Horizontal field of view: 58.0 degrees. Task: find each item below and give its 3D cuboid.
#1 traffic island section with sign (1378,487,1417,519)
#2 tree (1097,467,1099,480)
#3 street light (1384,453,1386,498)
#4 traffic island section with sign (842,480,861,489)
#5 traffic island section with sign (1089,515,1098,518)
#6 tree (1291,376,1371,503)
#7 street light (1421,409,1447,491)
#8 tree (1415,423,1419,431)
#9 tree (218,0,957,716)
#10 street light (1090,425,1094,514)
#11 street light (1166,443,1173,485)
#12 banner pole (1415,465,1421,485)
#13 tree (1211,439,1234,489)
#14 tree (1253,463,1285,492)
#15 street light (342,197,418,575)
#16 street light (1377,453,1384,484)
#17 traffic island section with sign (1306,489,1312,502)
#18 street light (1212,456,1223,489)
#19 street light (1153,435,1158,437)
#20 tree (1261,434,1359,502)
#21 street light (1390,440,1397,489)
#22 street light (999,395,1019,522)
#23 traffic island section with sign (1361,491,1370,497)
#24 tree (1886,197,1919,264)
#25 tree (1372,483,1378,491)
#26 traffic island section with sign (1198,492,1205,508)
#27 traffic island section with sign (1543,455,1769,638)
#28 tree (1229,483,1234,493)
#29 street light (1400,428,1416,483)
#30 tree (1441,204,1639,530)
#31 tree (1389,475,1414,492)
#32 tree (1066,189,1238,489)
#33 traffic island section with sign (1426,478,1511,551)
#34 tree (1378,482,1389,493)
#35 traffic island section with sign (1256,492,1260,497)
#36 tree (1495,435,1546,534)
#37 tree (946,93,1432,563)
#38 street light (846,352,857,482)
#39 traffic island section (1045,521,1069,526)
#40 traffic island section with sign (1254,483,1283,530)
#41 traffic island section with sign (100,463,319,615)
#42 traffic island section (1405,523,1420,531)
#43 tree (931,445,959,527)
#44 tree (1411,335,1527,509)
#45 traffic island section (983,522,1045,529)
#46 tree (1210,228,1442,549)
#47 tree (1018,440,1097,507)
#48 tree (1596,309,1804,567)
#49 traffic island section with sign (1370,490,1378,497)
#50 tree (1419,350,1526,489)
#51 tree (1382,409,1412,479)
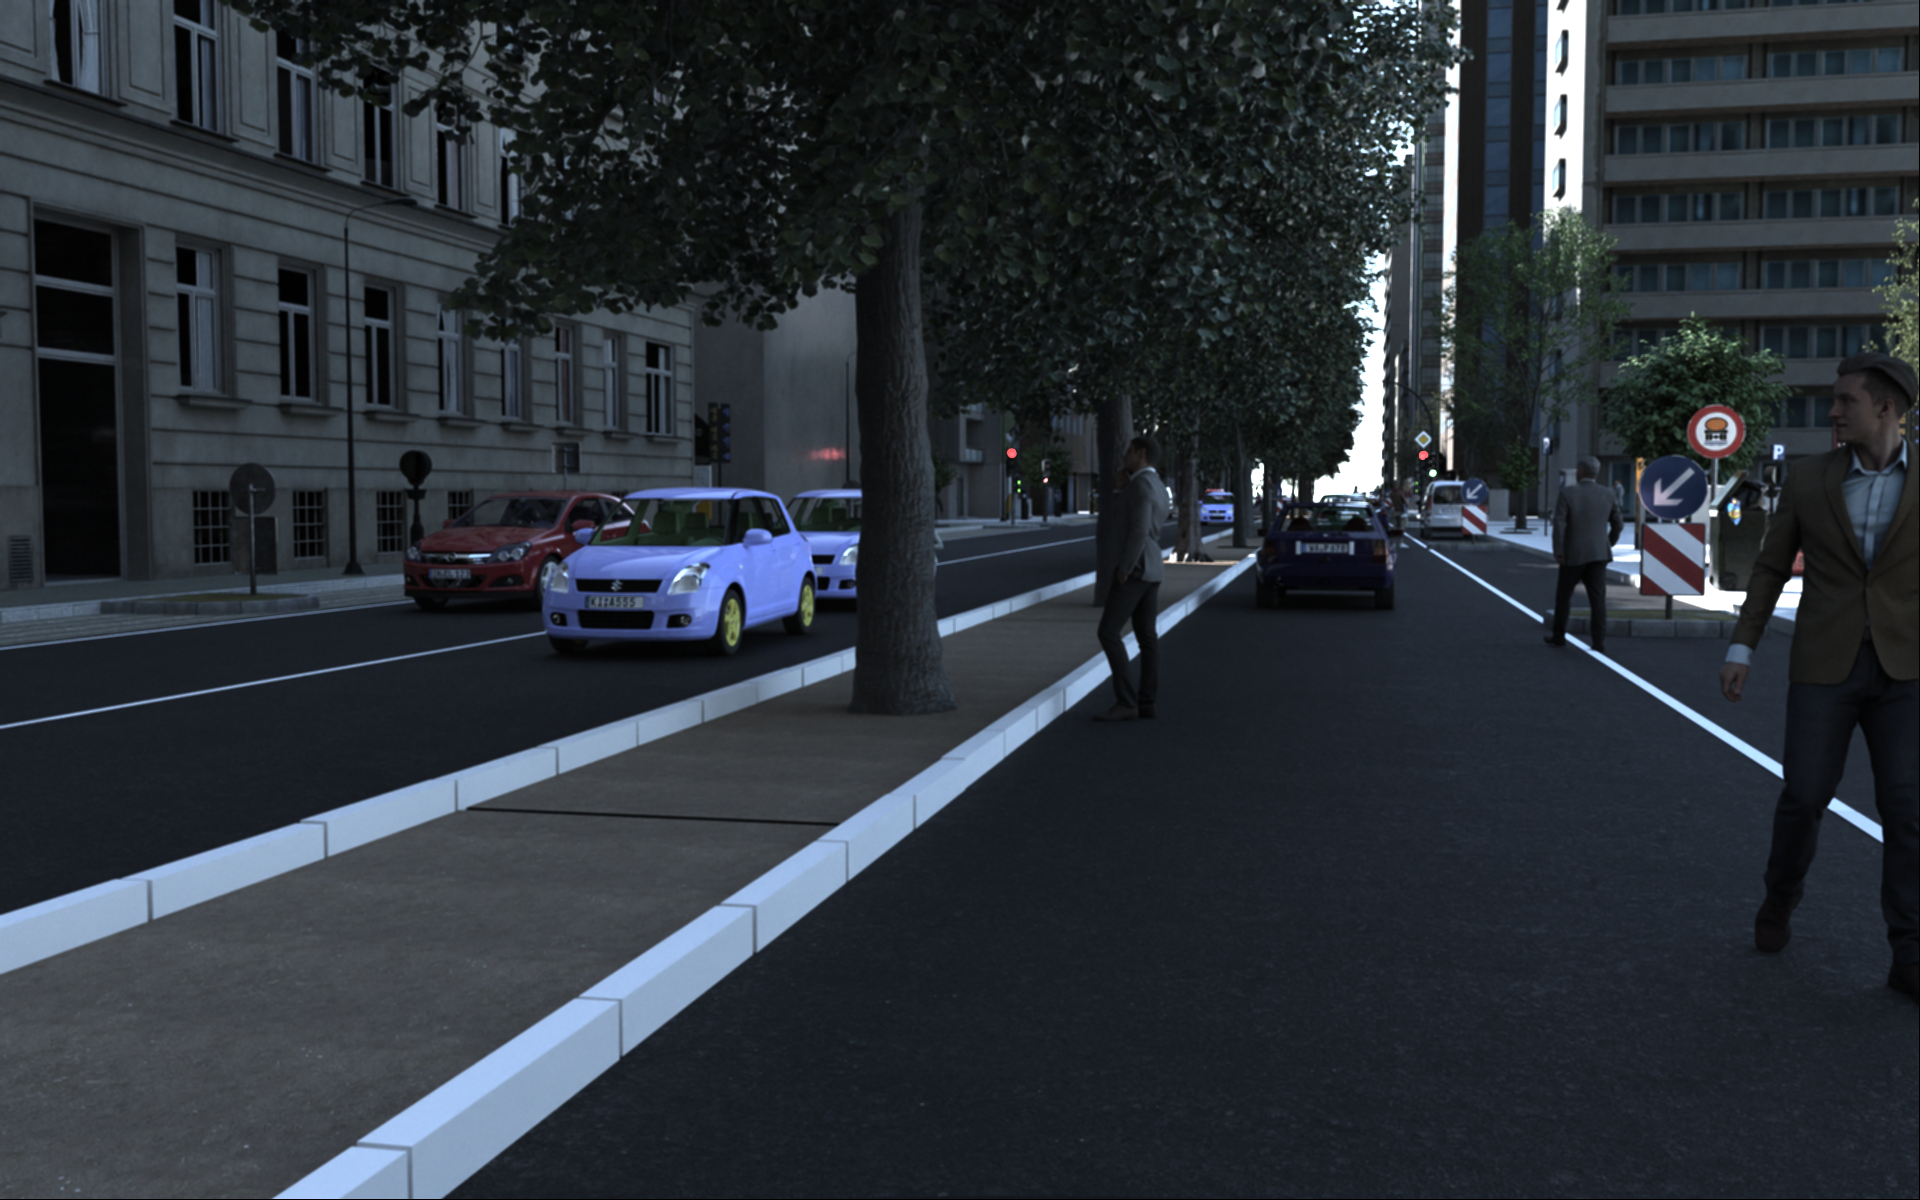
[{"bbox_3d":[25.087,-5.530,99.038,1.989,1.847,2.006,1,4,12],"label":"traffic island section with sign"},{"bbox_3d":[11.403,-8.567,123.784,4.285,4.588,4.351,0,3,0],"label":"tree"},{"bbox_3d":[42.246,-11.973,168.295,1.470,5.913,1.316,1,4,12],"label":"street light"},{"bbox_3d":[-3.107,-2.428,48.322,1.989,1.847,2.006,1,4,12],"label":"traffic island section with sign"},{"bbox_3d":[8.739,-5.716,102.091,1.989,1.847,2.006,1,4,12],"label":"traffic island section with sign"},{"bbox_3d":[24.627,-11.444,123.974,8.767,10.594,7.601,1,4,12],"label":"tree"},{"bbox_3d":[25.744,-7.416,93.792,1.470,5.913,1.316,1,4,12],"label":"street light"},{"bbox_3d":[32.912,-10.206,117.234,4.737,8.622,4.395,0,3,0],"label":"tree"},{"bbox_3d":[-0.394,-6.226,10.916,9.857,13.997,8.962,0,3,0],"label":"tree"},{"bbox_3d":[8.863,-8.359,109.206,1.470,5.913,1.316,1,4,12],"label":"street light"},{"bbox_3d":[19.073,-11.189,155.474,1.470,5.913,1.316,1,4,12],"label":"street light"},{"bbox_3d":[34.323,-8.509,129.142,0.863,3.779,0.401,0,4,1],"label":"banner pole"},{"bbox_3d":[33.623,-18.061,229.705,8.767,10.594,7.601,2,4,25],"label":"tree"},{"bbox_3d":[16.779,-8.443,90.862,4.737,8.622,4.395,0,3,0],"label":"tree"},{"bbox_3d":[-9.158,-3.353,27.355,1.470,5.913,1.316,1,4,12],"label":"street light"},{"bbox_3d":[48.394,-13.690,196.378,1.470,5.913,1.316,1,4,12],"label":"street light"},{"bbox_3d":[30.347,-8.739,151.025,2.006,1.907,1.989,1,4,12],"label":"traffic island section with sign"},{"bbox_3d":[31.375,-14.600,211.257,1.470,5.913,1.316,1,4,12],"label":"street light"},{"bbox_3d":[15.039,-10.078,137.316,1.470,5.913,1.316,1,4,12],"label":"street light"},{"bbox_3d":[30.013,-13.908,147.979,7.486,12.596,7.792,0,3,0],"label":"tree"},{"bbox_3d":[38.044,-10.828,149.575,1.470,5.913,1.316,1,4,12],"label":"street light"},{"bbox_3d":[2.537,-6.611,80.632,1.470,5.913,1.316,1,4,12],"label":"street light"},{"bbox_3d":[41.600,-10.106,173.859,1.989,1.847,2.006,1,4,12],"label":"traffic island section with sign"},{"bbox_3d":[23.345,-5.496,40.215,4.737,8.622,4.395,0,3,0],"label":"tree"},{"bbox_3d":[65.011,-16.836,269.873,1.663,3.219,1.824,0,3,0],"label":"tree"},{"bbox_3d":[25.385,-10.330,177.520,1.989,1.847,2.006,1,4,12],"label":"traffic island section with sign"},{"bbox_3d":[7.278,-0.593,18.321,1.989,1.847,2.006,1,4,12],"label":"traffic island section with sign"},{"bbox_3d":[40.861,-16.139,258.469,1.663,3.219,1.824,0,3,0],"label":"tree"},{"bbox_3d":[31.900,-9.122,121.682,1.470,5.913,1.316,1,4,12],"label":"street light"},{"bbox_3d":[20.373,-8.334,62.015,9.928,11.665,9.643,0,3,0],"label":"tree"},{"bbox_3d":[40.591,-10.020,158.435,1.663,3.219,1.824,0,3,0],"label":"tree"},{"bbox_3d":[3.054,-4.659,29.001,4.360,8.622,3.978,0,3,0],"label":"tree"},{"bbox_3d":[13.112,-2.209,44.748,1.989,1.847,2.006,1,4,12],"label":"traffic island section with sign"},{"bbox_3d":[57.593,-14.532,232.196,1.663,3.219,1.824,0,3,0],"label":"tree"},{"bbox_3d":[49.069,-16.898,284.905,1.989,1.847,2.006,1,4,12],"label":"traffic island section with sign"},{"bbox_3d":[18.286,-3.784,56.471,1.663,3.219,1.824,0,3,0],"label":"tree"},{"bbox_3d":[4.798,-7.126,35.970,9.611,12.733,9.660,0,3,0],"label":"tree"},{"bbox_3d":[-3.065,-5.059,55.259,1.470,5.913,1.316,1,4,12],"label":"street light"},{"bbox_3d":[3.920,-3.545,80.245,2.009,0.180,2.903,1,4,12],"label":"traffic island section"},{"bbox_3d":[12.564,-3.809,70.410,2.006,1.907,1.989,1,4,12],"label":"traffic island section with sign"},{"bbox_3d":[-9.069,-0.777,21.333,1.989,1.847,2.006,1,4,12],"label":"traffic island section with sign"},{"bbox_3d":[18.744,-2.846,68.806,2.009,0.180,2.903,1,4,12],"label":"traffic island section"},{"bbox_3d":[-1.050,-4.505,68.256,1.663,3.219,1.824,0,3,0],"label":"tree"},{"bbox_3d":[24.003,-7.965,80.586,4.360,8.622,3.978,0,3,0],"label":"tree"},{"bbox_3d":[2.200,-3.068,72.447,2.009,0.180,2.903,1,4,12],"label":"traffic island section"},{"bbox_3d":[7.300,-7.176,45.540,9.928,11.665,9.643,0,3,0],"label":"tree"},{"bbox_3d":[4.911,-7.094,99.699,4.285,4.588,4.351,0,3,0],"label":"tree"},{"bbox_3d":[13.166,-2.890,30.964,4.285,4.588,4.351,0,3,0],"label":"tree"},{"bbox_3d":[30.899,-7.140,125.362,1.989,1.847,2.006,1,4,12],"label":"traffic island section with sign"},{"bbox_3d":[25.829,-8.294,85.963,4.737,8.622,4.395,0,3,0],"label":"tree"},{"bbox_3d":[37.773,-11.943,145.636,4.360,8.622,3.978,0,3,0],"label":"tree"}]
